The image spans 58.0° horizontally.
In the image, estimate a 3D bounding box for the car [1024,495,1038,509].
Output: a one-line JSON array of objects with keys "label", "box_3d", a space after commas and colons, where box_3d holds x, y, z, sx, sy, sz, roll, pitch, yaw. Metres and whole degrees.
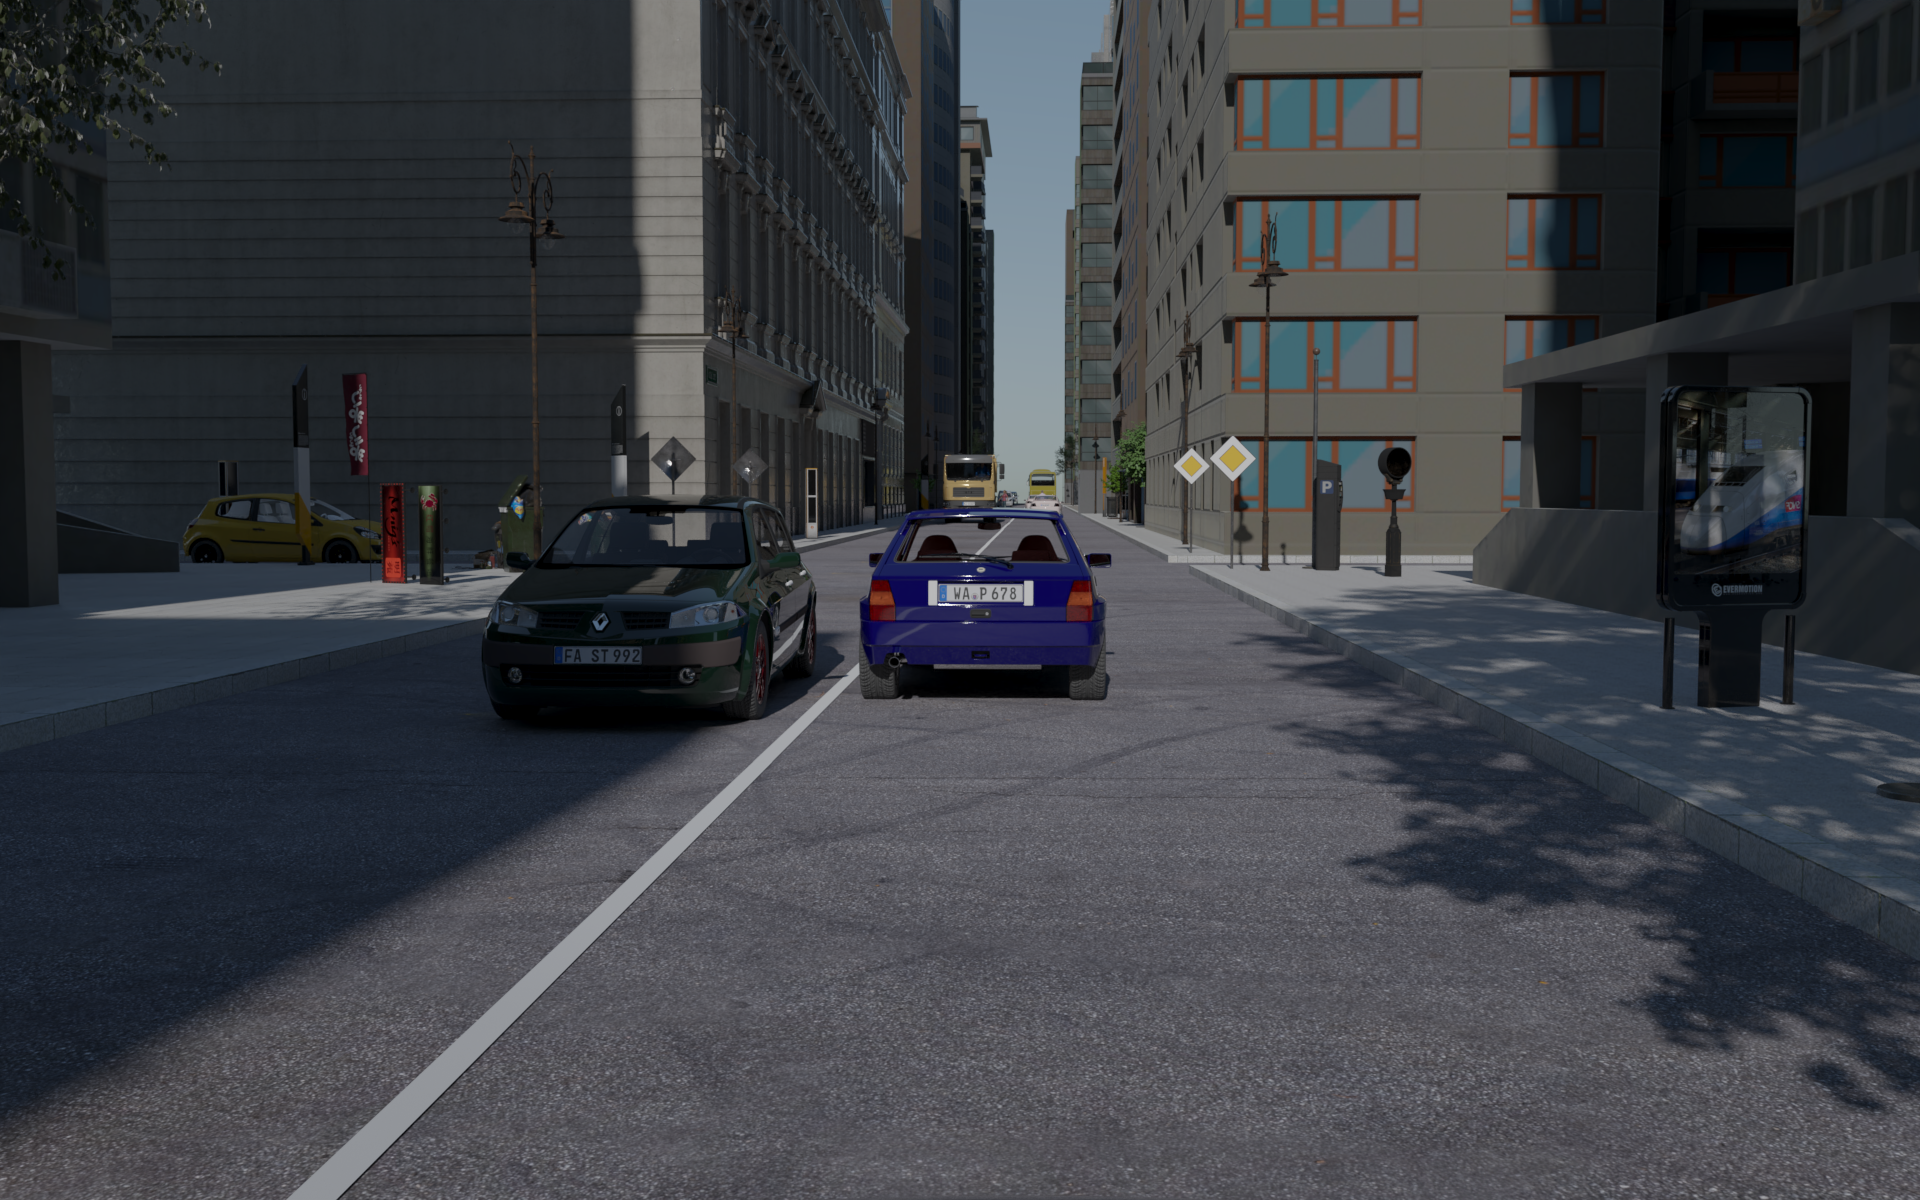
[{"label": "car", "box_3d": [6.041, -7.555, 135.892, 2.083, 1.381, 4.827, 0, 4, 1]}]

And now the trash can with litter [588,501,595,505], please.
[{"label": "trash can with litter", "box_3d": [-5.661, -1.033, 28.274, 0.624, 1.170, 1.055, 2, 4, 31]}]

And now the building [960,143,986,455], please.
[{"label": "building", "box_3d": [-8.134, -34.073, 211.711, 22.147, 44.769, 28.867, 0, 4, 3]}]

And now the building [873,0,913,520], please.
[{"label": "building", "box_3d": [-9.871, -18.712, 91.852, 13.634, 28.700, 20.117, 0, 4, 3]}]

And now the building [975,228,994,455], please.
[{"label": "building", "box_3d": [-2.041, -35.294, 260.658, 14.154, 41.232, 14.086, 0, 4, 3]}]

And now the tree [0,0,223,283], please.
[{"label": "tree", "box_3d": [-6.835, -3.741, 11.521, 4.360, 8.622, 3.978, 0, 3, 0]}]

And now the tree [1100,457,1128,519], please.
[{"label": "tree", "box_3d": [7.937, -5.763, 88.826, 1.663, 3.219, 1.824, 0, 3, 0]}]

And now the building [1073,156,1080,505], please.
[{"label": "building", "box_3d": [20.946, -32.305, 211.773, 14.154, 41.232, 14.086, 0, 4, 3]}]

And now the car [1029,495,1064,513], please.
[{"label": "car", "box_3d": [5.098, -5.499, 102.268, 2.083, 1.381, 4.827, 0, 4, 5]}]

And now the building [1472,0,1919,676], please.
[{"label": "building", "box_3d": [23.124, -19.822, 15.964, 32.217, 40.220, 23.993, 0, 4, 3]}]

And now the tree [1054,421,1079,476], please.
[{"label": "tree", "box_3d": [13.970, -16.091, 197.502, 7.601, 10.594, 8.767, 3, 5, 41]}]

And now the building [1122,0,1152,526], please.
[{"label": "building", "box_3d": [14.346, -25.997, 75.154, 14.600, 45.320, 14.200, 0, 4, 3]}]

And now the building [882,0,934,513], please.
[{"label": "building", "box_3d": [-9.137, -28.795, 120.915, 14.600, 45.320, 14.200, 0, 4, 3]}]

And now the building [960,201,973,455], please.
[{"label": "building", "box_3d": [-5.982, -24.852, 178.023, 14.160, 30.474, 14.107, 0, 4, 3]}]

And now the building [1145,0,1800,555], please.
[{"label": "building", "box_3d": [20.635, -12.473, 48.978, 28.899, 21.520, 27.650, 0, 4, 3]}]

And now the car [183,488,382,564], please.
[{"label": "car", "box_3d": [-12.644, -1.395, 33.029, 3.980, 1.641, 2.015, 0, 4, 4]}]

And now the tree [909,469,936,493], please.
[{"label": "tree", "box_3d": [-2.188, -7.153, 111.546, 1.663, 3.219, 1.824, 0, 3, 0]}]

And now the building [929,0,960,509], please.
[{"label": "building", "box_3d": [-11.072, -36.690, 141.883, 21.231, 58.520, 28.212, 0, 4, 3]}]

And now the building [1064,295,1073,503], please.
[{"label": "building", "box_3d": [22.106, -29.273, 250.311, 14.160, 30.474, 14.107, 0, 4, 3]}]

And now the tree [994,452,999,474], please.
[{"label": "tree", "box_3d": [4.308, -19.724, 272.845, 4.360, 8.622, 3.978, 0, 3, 0]}]

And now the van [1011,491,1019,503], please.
[{"label": "van", "box_3d": [8.137, -15.940, 267.637, 2.013, 2.044, 4.112, 0, 4, 2]}]

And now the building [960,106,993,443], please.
[{"label": "building", "box_3d": [-10.188, -39.785, 239.728, 28.713, 52.752, 27.495, 0, 4, 3]}]

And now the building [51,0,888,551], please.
[{"label": "building", "box_3d": [-12.633, -17.335, 59.845, 17.030, 29.872, 44.131, 0, 4, 3]}]

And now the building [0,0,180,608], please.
[{"label": "building", "box_3d": [-21.936, -19.684, 13.707, 23.993, 40.220, 32.217, 0, 4, 3]}]

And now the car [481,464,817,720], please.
[{"label": "car", "box_3d": [-2.055, -0.151, 12.260, 2.009, 1.686, 4.222, 0, 4, 2]}]

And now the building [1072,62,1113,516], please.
[{"label": "building", "box_3d": [15.195, -21.264, 119.368, 14.160, 30.474, 14.107, 0, 4, 3]}]

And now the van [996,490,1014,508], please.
[{"label": "van", "box_3d": [4.794, -10.884, 184.961, 2.013, 2.044, 4.112, 0, 4, 1]}]

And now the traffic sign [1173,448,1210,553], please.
[{"label": "traffic sign", "box_3d": [5.021, -2.078, 37.618, 0.795, 2.450, 0.064, 0, 4, 3]}]

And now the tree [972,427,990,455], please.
[{"label": "tree", "box_3d": [1.333, -14.715, 190.955, 4.737, 8.622, 4.395, 0, 3, 0]}]

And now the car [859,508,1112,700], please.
[{"label": "car", "box_3d": [0.219, -0.050, 13.404, 1.945, 1.354, 3.894, 0, 4, 2]}]

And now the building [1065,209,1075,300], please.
[{"label": "building", "box_3d": [22.979, -37.545, 263.977, 14.600, 45.320, 14.200, 0, 4, 3]}]

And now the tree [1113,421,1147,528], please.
[{"label": "tree", "box_3d": [7.581, -5.076, 66.711, 4.285, 4.588, 4.351, 0, 3, 0]}]

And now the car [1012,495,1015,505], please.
[{"label": "car", "box_3d": [6.339, -13.360, 230.445, 2.014, 1.417, 4.499, 0, 4, 1]}]

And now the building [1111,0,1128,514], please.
[{"label": "building", "box_3d": [19.998, -29.173, 100.678, 21.300, 48.544, 21.600, 0, 4, 3]}]

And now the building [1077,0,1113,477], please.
[{"label": "building", "box_3d": [23.873, -33.804, 172.299, 23.786, 49.044, 30.456, 0, 4, 3]}]
